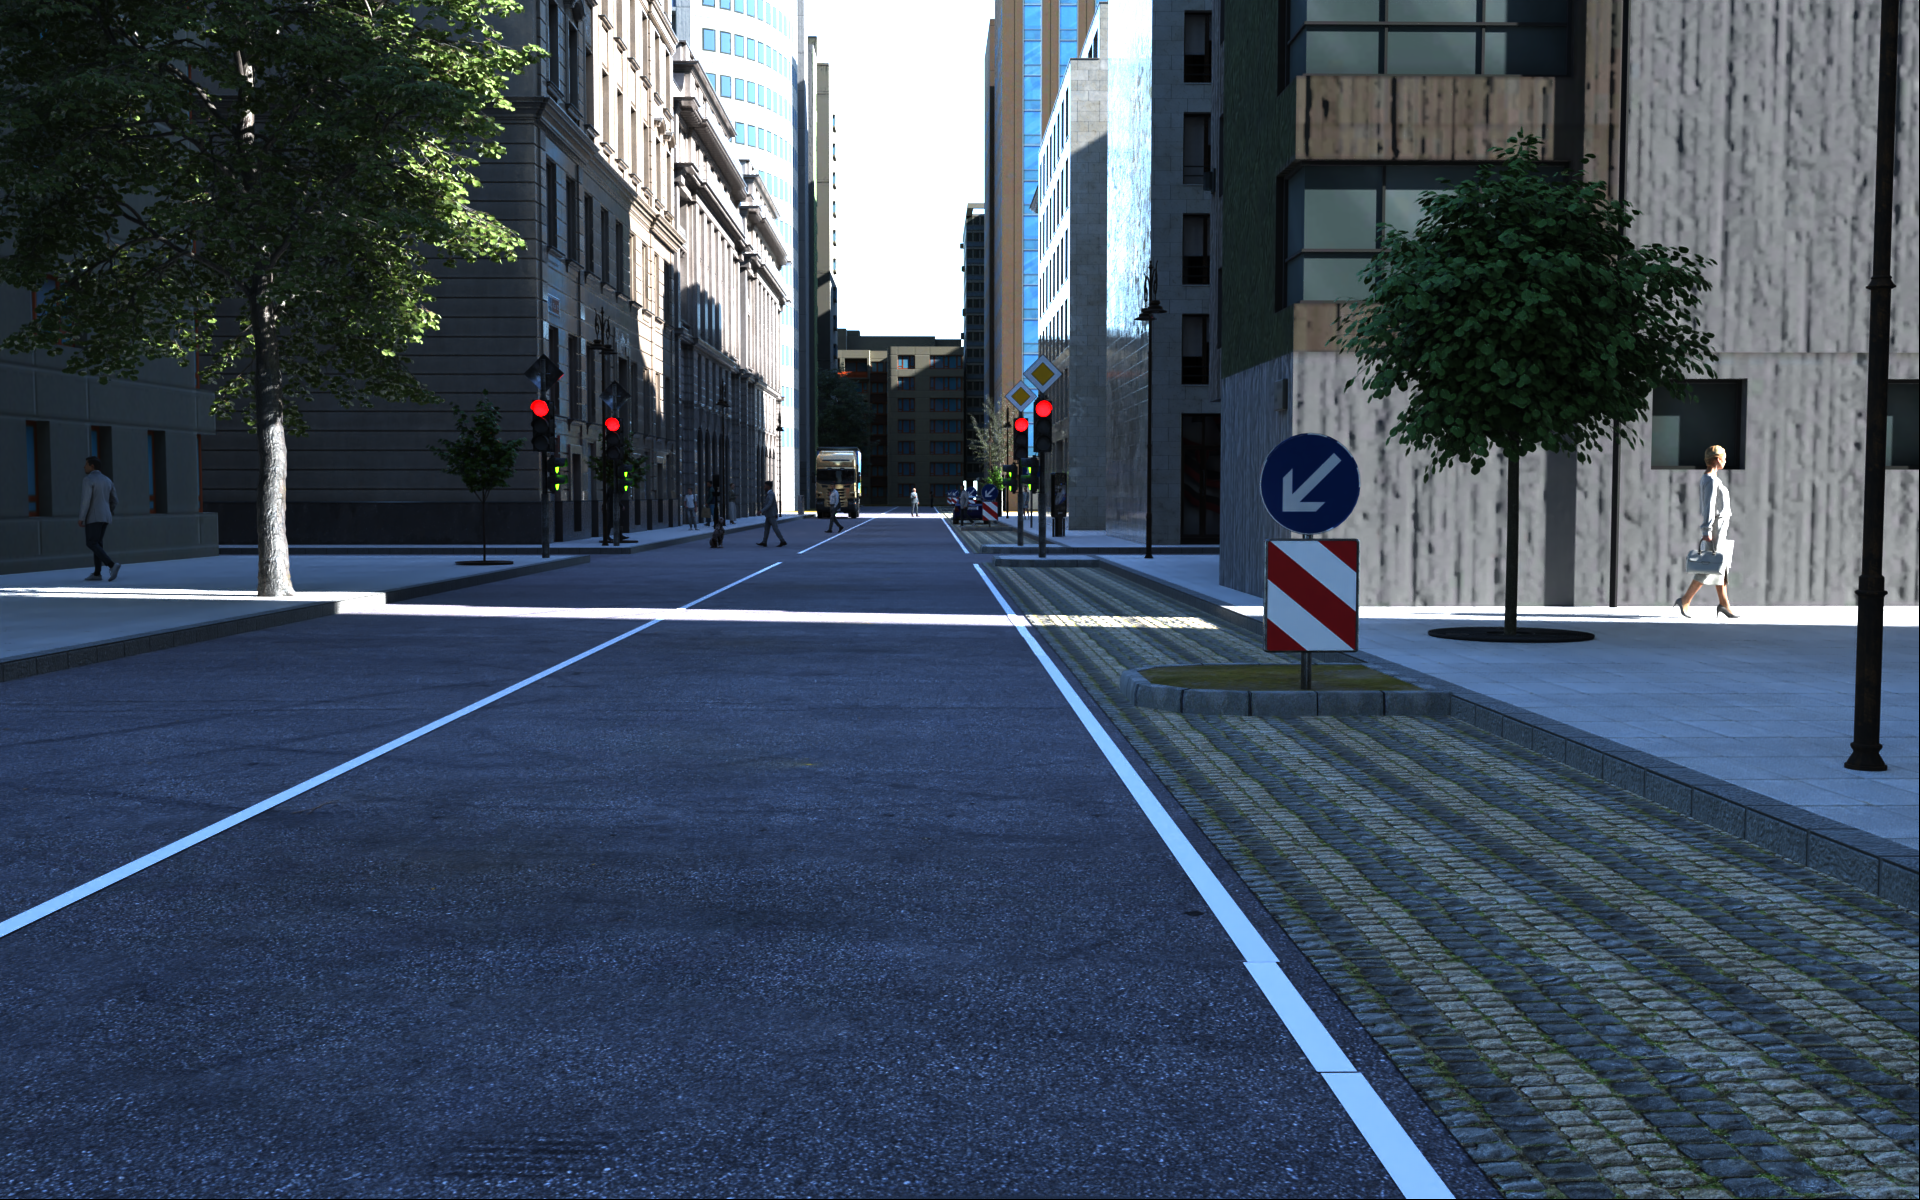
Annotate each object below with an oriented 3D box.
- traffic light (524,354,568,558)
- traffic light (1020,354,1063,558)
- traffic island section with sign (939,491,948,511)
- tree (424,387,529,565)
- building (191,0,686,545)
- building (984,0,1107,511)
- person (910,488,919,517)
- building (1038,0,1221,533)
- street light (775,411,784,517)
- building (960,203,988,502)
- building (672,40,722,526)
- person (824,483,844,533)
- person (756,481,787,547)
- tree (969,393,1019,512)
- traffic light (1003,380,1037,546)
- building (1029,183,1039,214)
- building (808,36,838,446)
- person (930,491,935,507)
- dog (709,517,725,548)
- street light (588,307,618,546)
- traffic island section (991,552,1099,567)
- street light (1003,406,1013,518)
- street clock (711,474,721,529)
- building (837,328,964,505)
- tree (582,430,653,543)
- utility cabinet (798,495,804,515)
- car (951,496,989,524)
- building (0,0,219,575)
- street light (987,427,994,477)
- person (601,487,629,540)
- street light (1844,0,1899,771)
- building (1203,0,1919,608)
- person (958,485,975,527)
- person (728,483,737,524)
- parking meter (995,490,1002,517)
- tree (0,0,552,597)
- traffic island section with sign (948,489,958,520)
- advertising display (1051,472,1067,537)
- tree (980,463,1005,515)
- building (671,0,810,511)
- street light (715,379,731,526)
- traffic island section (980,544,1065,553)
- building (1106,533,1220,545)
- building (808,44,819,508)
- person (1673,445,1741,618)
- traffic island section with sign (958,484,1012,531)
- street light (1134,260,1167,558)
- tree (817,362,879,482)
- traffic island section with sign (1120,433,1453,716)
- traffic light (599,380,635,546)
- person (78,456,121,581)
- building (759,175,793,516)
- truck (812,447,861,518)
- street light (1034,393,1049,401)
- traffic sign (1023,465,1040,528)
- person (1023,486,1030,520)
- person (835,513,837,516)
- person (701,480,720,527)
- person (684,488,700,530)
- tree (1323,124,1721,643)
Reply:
[{"bbox_3d":[-8.313,-2.801,34.720,0.839,4.253,0.868,0,4,-1],"label":"traffic light"},{"bbox_3d":[1.645,-2.814,34.936,0.839,4.253,0.868,0,4,-1],"label":"traffic light"},{"bbox_3d":[-0.539,-8.358,145.276,1.989,1.847,2.006,0,4,-1],"label":"traffic island section with sign"},{"bbox_3d":[-8.575,-2.254,31.455,1.663,3.219,1.824,0,3,0],"label":"tree"},{"bbox_3d":[-16.477,-15.768,55.066,12.463,27.353,25.104,0,4,-1],"label":"building"},{"bbox_3d":[9.396,-31.294,161.768,14.600,45.320,14.200,0,4,-1],"label":"building"},{"bbox_3d":[-2.849,-6.222,110.399,0.661,1.801,0.590,-3,5,-45],"label":"person"},{"bbox_3d":[8.868,-13.116,69.191,10.420,20.320,16.860,0,4,-1],"label":"building"},{"bbox_3d":[-10.037,-7.570,96.557,0.468,5.910,1.993,0,4,-1],"label":"street light"},{"bbox_3d":[12.168,-32.177,217.982,23.993,40.220,32.217,0,4,-1],"label":"building"},{"bbox_3d":[-17.239,-14.554,79.755,13.314,21.916,24.055,0,4,-1],"label":"building"},{"bbox_3d":[-4.702,-3.417,64.464,0.850,1.850,0.679,-2,4,-32],"label":"person"},{"bbox_3d":[-5.131,-2.343,47.077,0.850,1.792,0.678,0,4,-3],"label":"person"},{"bbox_3d":[2.765,-10.644,124.387,4.360,8.622,3.978,0,3,0],"label":"tree"},{"bbox_3d":[1.484,-3.303,42.920,0.839,4.253,0.868,0,4,-1],"label":"traffic light"},{"bbox_3d":[9.287,-15.115,98.043,10.553,20.767,40.483,0,4,-1],"label":"building"},{"bbox_3d":[-23.895,-34.104,181.304,21.600,48.544,21.300,0,4,-1],"label":"building"},{"bbox_3d":[-2.947,-10.756,185.080,0.721,1.735,1.217,2,4,27],"label":"person"},{"bbox_3d":[-6.423,-1.798,46.233,0.513,0.831,0.800,0,4,6],"label":"dog"},{"bbox_3d":[-8.832,-4.291,42.940,0.468,5.910,1.993,0,4,-1],"label":"street light"},{"bbox_3d":[1.686,-0.781,35.051,2.009,0.180,2.903,0,4,-1],"label":"traffic island section"},{"bbox_3d":[2.507,-7.244,91.232,0.468,5.910,1.993,0,4,-1],"label":"street light"},{"bbox_3d":[-8.941,-3.605,63.514,0.358,2.002,0.471,0,4,-6],"label":"street clock"},{"bbox_3d":[-14.280,-22.722,216.542,28.899,21.520,27.650,0,4,-1],"label":"building"},{"bbox_3d":[-8.875,-3.120,45.612,1.663,3.219,1.824,0,3,0],"label":"tree"},{"bbox_3d":[-9.965,-5.966,108.699,0.306,1.237,1.020,0,4,2],"label":"utility cabinet"},{"bbox_3d":[0.534,-4.312,83.082,1.945,1.354,3.894,0,4,1],"label":"car"},{"bbox_3d":[-29.535,-10.773,21.171,28.899,21.520,27.650,0,4,-1],"label":"building"},{"bbox_3d":[2.035,-8.866,117.742,0.468,5.910,1.993,0,4,-1],"label":"street light"},{"bbox_3d":[-9.478,-2.568,47.807,0.755,1.850,0.659,-2,4,-25],"label":"person"},{"bbox_3d":[4.234,-2.149,7.919,0.468,5.910,1.993,0,4,-1],"label":"street light"},{"bbox_3d":[10.633,-15.537,25.739,14.160,30.474,14.107,0,4,-1],"label":"building"},{"bbox_3d":[0.248,-4.027,74.182,0.795,1.843,0.661,-1,4,-19],"label":"person"},{"bbox_3d":[-9.708,-4.127,74.062,0.362,1.759,0.519,0,4,5],"label":"person"},{"bbox_3d":[2.186,-5.467,97.790,0.372,1.533,0.369,0,3,0],"label":"parking meter"},{"bbox_3d":[-8.703,-6.291,20.993,7.486,12.596,7.792,0,3,0],"label":"tree"},{"bbox_3d":[0.485,-5.263,94.681,1.989,1.847,2.006,0,4,-1],"label":"traffic island section with sign"},{"bbox_3d":[2.976,-2.870,52.143,0.123,1.923,0.974,2,4,25],"label":"advertising display"},{"bbox_3d":[2.230,-6.991,108.908,1.663,3.219,1.824,0,3,0],"label":"tree"},{"bbox_3d":[-22.905,-36.007,130.711,21.231,58.520,28.212,0,4,-1],"label":"building"},{"bbox_3d":[-9.488,-5.912,69.446,0.468,5.910,1.993,0,4,-1],"label":"street light"},{"bbox_3d":[1.524,-1.269,43.035,2.009,0.180,2.903,0,4,-1],"label":"traffic island section"},{"bbox_3d":[13.060,-11.845,48.415,16.860,20.320,10.420,0,4,-1],"label":"building"},{"bbox_3d":[-20.005,-28.700,152.847,14.154,41.232,14.086,0,4,-1],"label":"building"},{"bbox_3d":[7.747,-0.705,17.917,0.624,1.780,0.694,2,4,31],"label":"person"},{"bbox_3d":[1.034,-3.615,67.731,1.989,1.847,2.006,0,4,-1],"label":"traffic island section with sign"},{"bbox_3d":[3.773,-3.770,34.429,0.468,5.910,1.993,0,4,-1],"label":"street light"},{"bbox_3d":[-12.544,-15.889,166.438,9.857,13.997,8.962,0,3,0],"label":"tree"},{"bbox_3d":[2.157,-0.209,12.049,1.989,1.847,2.006,0,4,-1],"label":"traffic island section with sign"},{"bbox_3d":[-8.475,-3.289,42.703,0.839,4.253,0.868,0,4,-1],"label":"traffic light"},{"bbox_3d":[-12.675,-1.204,25.581,0.795,1.843,0.661,1,4,15],"label":"person"},{"bbox_3d":[-17.694,-16.118,105.337,13.314,21.916,24.055,0,4,-1],"label":"building"},{"bbox_3d":[-7.361,-7.117,105.275,2.839,4.237,11.283,0,4,-2],"label":"truck"},{"bbox_3d":[3.046,-5.623,64.724,0.468,5.910,1.993,0,4,-1],"label":"street light"},{"bbox_3d":[2.727,-4.031,66.007,0.768,2.556,0.104,0,4,8],"label":"traffic sign"},{"bbox_3d":[3.288,-4.899,87.148,0.512,1.701,0.522,1,4,16],"label":"person"},{"bbox_3d":[-8.175,-6.151,113.312,0.306,1.304,0.590,-1,4,-16],"label":"person"},{"bbox_3d":[-9.712,-3.752,67.381,0.713,1.824,0.794,1,4,12],"label":"person"},{"bbox_3d":[-9.507,-3.231,61.467,0.503,1.515,0.523,-2,4,-32],"label":"person"},{"bbox_3d":[4.897,-1.947,15.540,4.285,4.588,4.351,0,3,0],"label":"tree"}]
